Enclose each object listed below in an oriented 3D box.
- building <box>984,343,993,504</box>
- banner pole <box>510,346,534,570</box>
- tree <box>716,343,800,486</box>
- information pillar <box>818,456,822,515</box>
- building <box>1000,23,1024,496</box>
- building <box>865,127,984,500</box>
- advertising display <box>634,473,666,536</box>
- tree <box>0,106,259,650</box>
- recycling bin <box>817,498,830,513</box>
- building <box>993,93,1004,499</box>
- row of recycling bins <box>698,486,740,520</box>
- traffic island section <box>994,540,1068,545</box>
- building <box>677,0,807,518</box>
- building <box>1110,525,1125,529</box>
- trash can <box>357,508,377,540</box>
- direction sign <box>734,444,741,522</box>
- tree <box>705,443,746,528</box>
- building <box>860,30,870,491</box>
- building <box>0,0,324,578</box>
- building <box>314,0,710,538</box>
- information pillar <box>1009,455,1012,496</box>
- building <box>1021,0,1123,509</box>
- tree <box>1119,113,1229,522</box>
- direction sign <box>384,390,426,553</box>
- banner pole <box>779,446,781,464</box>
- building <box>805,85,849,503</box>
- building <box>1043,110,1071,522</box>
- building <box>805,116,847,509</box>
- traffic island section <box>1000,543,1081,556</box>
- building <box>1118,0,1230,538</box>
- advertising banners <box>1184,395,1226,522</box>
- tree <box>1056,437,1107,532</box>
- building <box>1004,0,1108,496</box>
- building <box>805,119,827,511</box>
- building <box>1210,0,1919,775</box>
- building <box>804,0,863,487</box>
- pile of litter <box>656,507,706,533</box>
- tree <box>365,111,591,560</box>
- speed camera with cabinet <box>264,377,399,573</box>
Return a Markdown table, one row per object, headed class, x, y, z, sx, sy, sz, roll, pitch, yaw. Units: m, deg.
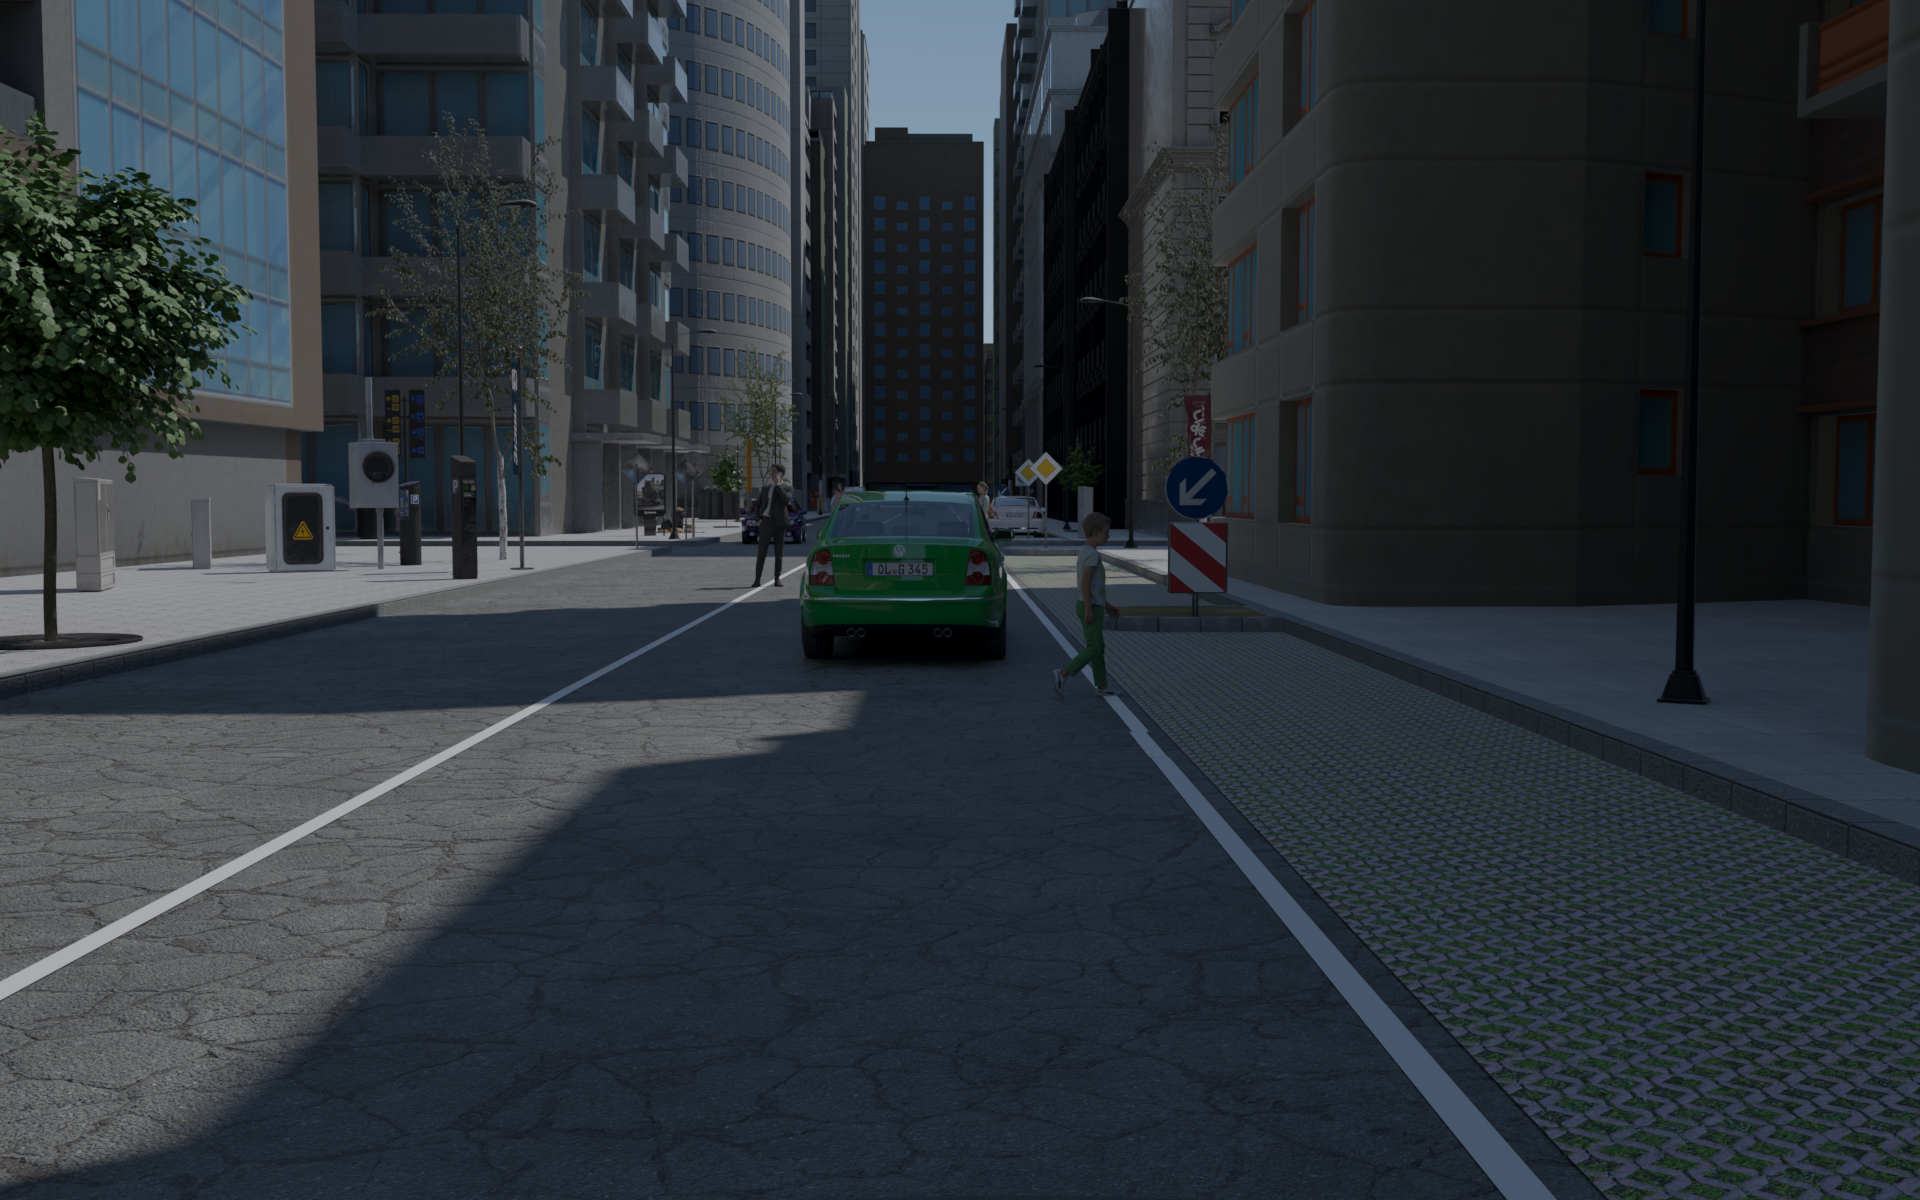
| class | x | y | z | sx | sy | sz | roll | pitch | yaw |
| --- | --- | --- | --- | --- | --- | --- | --- | --- | --- |
| building | 17.518 | -23.114 | 222.953 | 28.899 | 21.520 | 27.650 | 0 | 4 | -1 |
| banner pole | -7.434 | -2.391 | 29.109 | 0.401 | 3.779 | 0.863 | 0 | 4 | -3 |
| tree | -9.569 | -8.144 | 83.515 | 4.737 | 8.622 | 4.395 | 0 | 3 | 0 |
| information pillar | -8.500 | -6.978 | 105.451 | 0.183 | 3.616 | 0.504 | -1 | 4 | -16 |
| building | 10.959 | -31.383 | 163.229 | 14.600 | 45.320 | 14.200 | 0 | 4 | -1 |
| building | -4.321 | -34.532 | 214.707 | 14.200 | 45.320 | 14.600 | 0 | 4 | -1 |
| advertising display | -9.543 | -2.941 | 53.302 | 0.974 | 1.923 | 0.123 | 0 | 4 | 1 |
| tree | -7.784 | -1.896 | 14.717 | 4.285 | 4.588 | 4.351 | 0 | 3 | 0 |
| recycling bin | -9.263 | -6.430 | 117.682 | 0.722 | 1.027 | 0.722 | 1 | 4 | 17 |
| building | 10.993 | -30.214 | 177.586 | 14.154 | 41.232 | 14.086 | 0 | 4 | -1 |
| row of recycling bins | -12.209 | -4.916 | 87.487 | 1.069 | 1.692 | 3.534 | -2 | 4 | -35 |
| traffic island section | 1.963 | -1.645 | 49.170 | 2.009 | 0.180 | 2.903 | 0 | 4 | -1 |
| building | -20.754 | -34.274 | 102.373 | 21.231 | 58.520 | 28.212 | 0 | 4 | -1 |
| building | 11.340 | -14.700 | 70.024 | 12.332 | 23.373 | 15.834 | 0 | 4 | -1 |
| trash can | -16.713 | -2.281 | 48.946 | 0.748 | 1.137 | 0.748 | 0 | 3 | 0 |
| direction sign | -10.134 | -5.321 | 78.989 | 0.379 | 3.537 | 0.876 | 0 | 4 | -7 |
| tree | -8.808 | -4.381 | 66.228 | 1.663 | 3.219 | 1.824 | 0 | 3 | 0 |
| building | -25.585 | -41.398 | 218.848 | 28.212 | 58.520 | 21.231 | 0 | 4 | -1 |
| building | -21.462 | -23.304 | 31.127 | 14.200 | 45.320 | 14.600 | 0 | 4 | -1 |
| building | -22.328 | -27.135 | 63.272 | 23.786 | 49.044 | 30.456 | 0 | 4 | -1 |
| information pillar | 2.985 | -6.815 | 102.783 | 0.183 | 3.616 | 0.504 | 1 | 4 | 19 |
| building | 10.120 | -20.271 | 108.916 | 11.434 | 29.767 | 29.804 | 0 | 4 | -1 |
| tree | 5.017 | -5.148 | 34.526 | 4.360 | 8.622 | 3.978 | 0 | 3 | 0 |
| direction sign | -12.042 | -2.793 | 37.665 | 0.876 | 3.537 | 0.379 | 0 | 4 | 2 |
| banner pole | -9.190 | -6.030 | 88.605 | 0.401 | 3.779 | 0.863 | -1 | 4 | -10 |
| building | -18.263 | -29.673 | 168.741 | 14.154 | 41.232 | 14.086 | 0 | 4 | -1 |
| building | 10.786 | -15.698 | 86.340 | 12.332 | 23.373 | 15.834 | 0 | 4 | -1 |
| building | -26.273 | -27.999 | 149.668 | 32.217 | 40.220 | 23.993 | 0 | 4 | -1 |
| traffic island section | 2.062 | -1.156 | 41.186 | 2.009 | 0.180 | 2.903 | 0 | 4 | -1 |
| building | 18.070 | -15.780 | 55.272 | 25.104 | 27.353 | 12.463 | 0 | 4 | -1 |
| advertising banners | 4.849 | -2.085 | 30.278 | 2.074 | 3.025 | 0.090 | 2 | 4 | 32 |
| tree | 3.918 | -3.926 | 58.788 | 1.663 | 3.219 | 1.824 | 0 | 3 | 0 |
| building | 15.773 | -31.883 | 140.887 | 23.786 | 49.044 | 30.456 | 0 | 4 | -1 |
| building | -17.657 | -21.979 | 131.056 | 14.160 | 30.474 | 14.107 | 0 | 4 | -1 |
| building | 18.133 | -10.318 | 13.736 | 27.650 | 21.520 | 28.899 | 0 | 4 | -1 |
| building | -21.407 | -45.838 | 187.709 | 20.611 | 71.187 | 20.563 | 0 | 4 | -1 |
| pile of litter | -9.254 | -2.648 | 57.264 | 1.719 | 0.858 | 1.176 | 0 | 4 | -3 |
| tree | -8.997 | -5.078 | 33.395 | 4.360 | 8.622 | 3.978 | 0 | 3 | 0 |
| speed camera with cabinet | -10.461 | -2.111 | 28.851 | 2.038 | 3.252 | 0.660 | -3 | 4 | -36 |
